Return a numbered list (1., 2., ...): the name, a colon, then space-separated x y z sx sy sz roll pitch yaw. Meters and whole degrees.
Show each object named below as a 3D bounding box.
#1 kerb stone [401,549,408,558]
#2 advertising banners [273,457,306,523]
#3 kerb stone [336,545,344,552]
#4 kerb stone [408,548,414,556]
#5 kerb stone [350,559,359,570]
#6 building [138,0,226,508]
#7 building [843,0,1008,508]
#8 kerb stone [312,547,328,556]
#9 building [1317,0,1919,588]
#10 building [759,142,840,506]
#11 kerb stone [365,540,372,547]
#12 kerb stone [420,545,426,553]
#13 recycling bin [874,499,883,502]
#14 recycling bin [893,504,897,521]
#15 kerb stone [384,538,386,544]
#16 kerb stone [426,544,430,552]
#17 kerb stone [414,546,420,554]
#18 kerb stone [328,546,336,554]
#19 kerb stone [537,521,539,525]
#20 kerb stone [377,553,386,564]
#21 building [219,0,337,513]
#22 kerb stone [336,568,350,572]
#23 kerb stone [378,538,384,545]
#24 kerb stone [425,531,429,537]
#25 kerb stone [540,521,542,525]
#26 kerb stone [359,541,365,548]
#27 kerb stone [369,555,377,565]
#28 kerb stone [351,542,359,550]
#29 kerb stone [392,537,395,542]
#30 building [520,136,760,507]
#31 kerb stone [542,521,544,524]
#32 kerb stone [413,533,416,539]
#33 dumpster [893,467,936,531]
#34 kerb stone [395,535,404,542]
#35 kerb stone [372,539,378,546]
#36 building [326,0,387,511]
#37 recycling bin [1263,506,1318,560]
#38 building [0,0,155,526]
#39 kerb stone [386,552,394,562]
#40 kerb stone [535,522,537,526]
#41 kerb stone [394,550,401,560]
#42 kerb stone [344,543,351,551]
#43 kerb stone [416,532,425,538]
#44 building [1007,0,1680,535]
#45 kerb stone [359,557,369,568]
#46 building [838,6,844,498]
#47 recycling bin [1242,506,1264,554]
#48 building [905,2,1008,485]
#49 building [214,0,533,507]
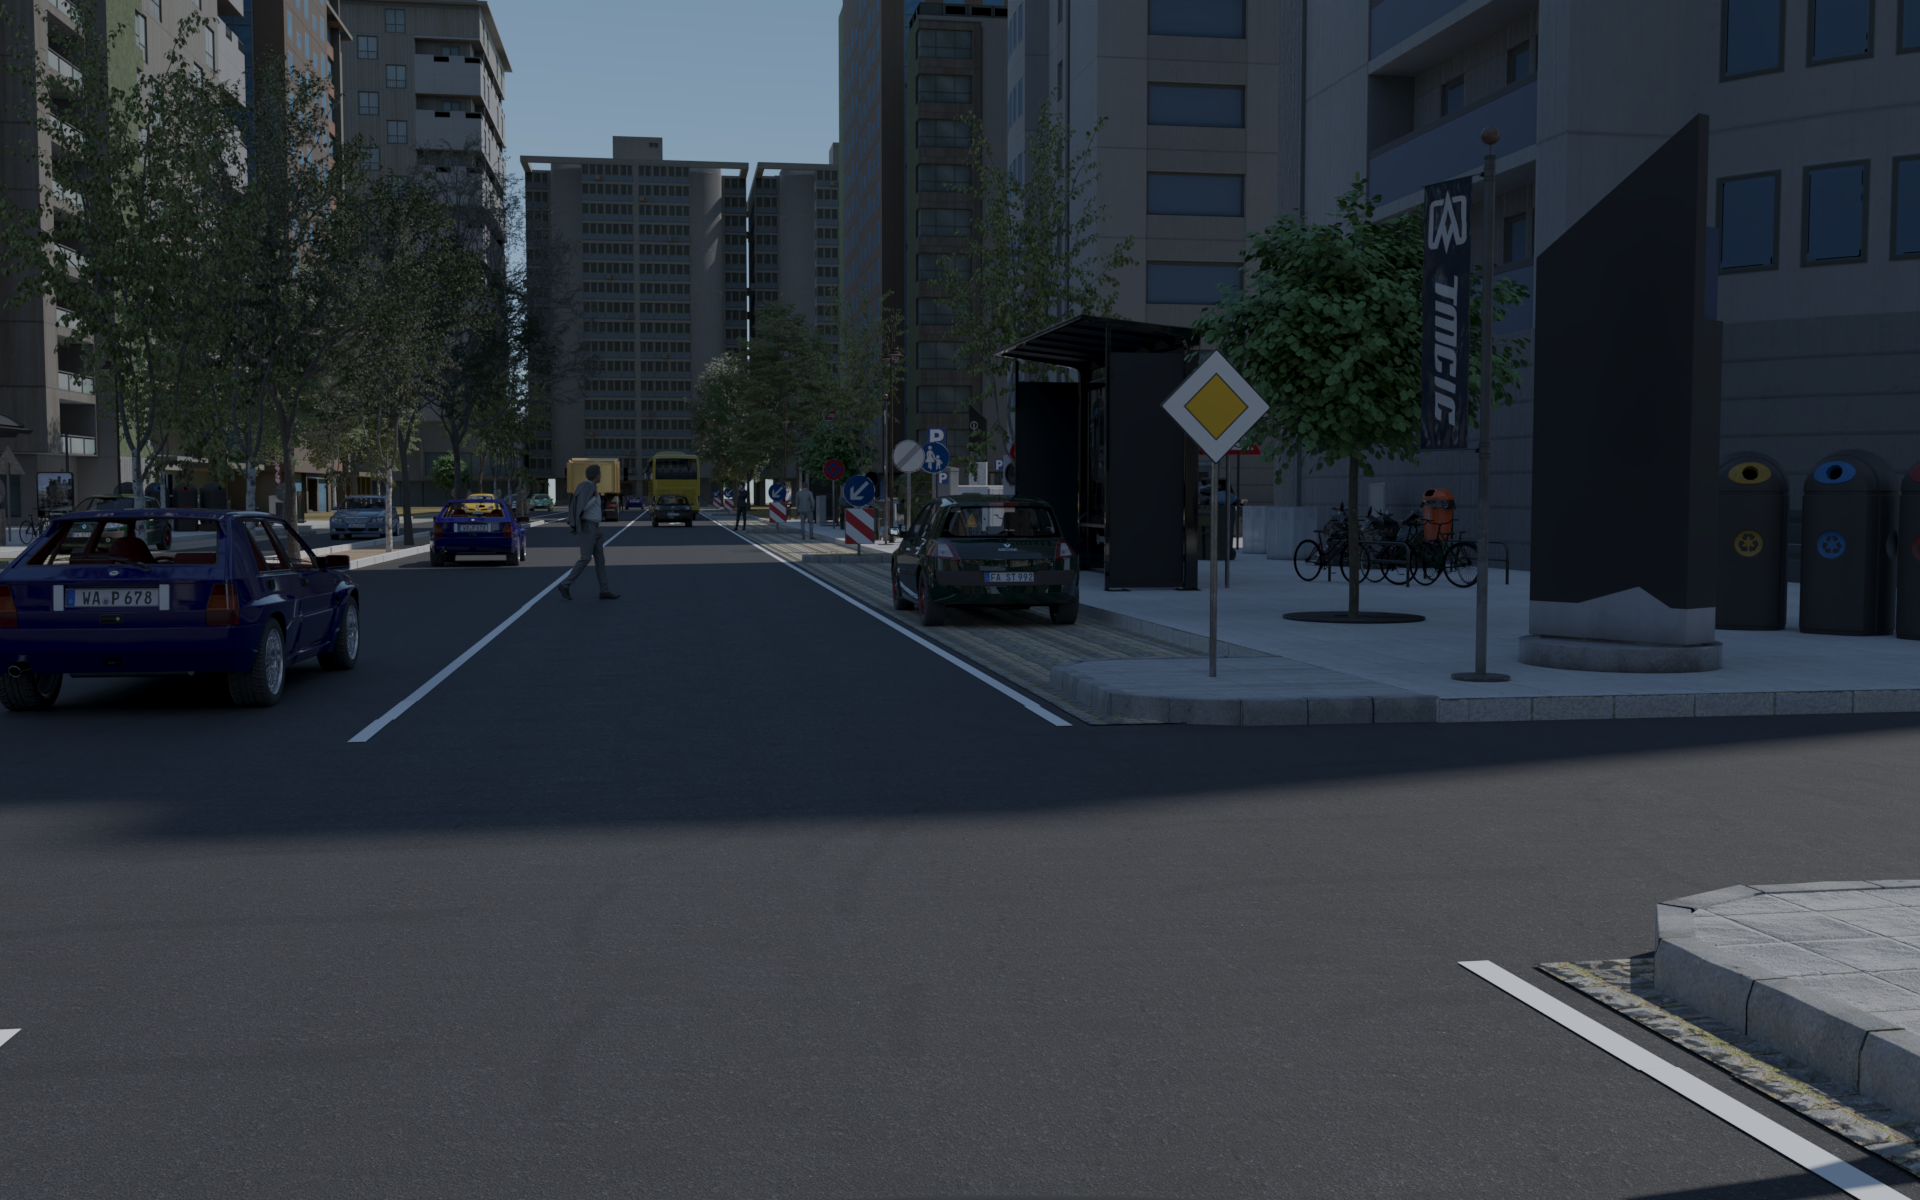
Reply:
1. kerb stone: -12.604 -1.022 38.908 0.120 0.150 1.000 -1 4 -10
2. advertising banners: -29.645 -4.915 76.545 2.074 3.025 0.090 2 4 31
3. kerb stone: -15.351 -1.244 42.541 0.120 0.150 1.000 -1 4 -10
4. kerb stone: -12.780 -1.084 39.915 0.120 0.150 1.000 -1 4 -10
5. kerb stone: -11.584 -0.647 32.832 0.120 0.150 1.000 -1 4 -10
6. building: -54.718 -30.755 92.076 28.713 52.752 27.495 -1 4 -10
7. building: -1.452 -29.626 134.491 14.600 45.320 14.200 -1 4 -10
8. kerb stone: -15.008 -1.121 40.525 0.120 0.150 1.000 -1 4 -10
9. building: 22.649 -30.014 32.723 28.212 58.520 21.231 -1 4 -10
10. building: -11.596 -30.728 194.291 23.993 40.220 32.217 -1 4 -10
11. kerb stone: -16.032 -1.491 46.576 0.120 0.150 1.000 -1 4 -10
12. kerb stone: -13.117 -1.207 41.948 0.120 0.150 1.000 -1 4 -10
13. recycling bin: -3.675 -3.842 75.366 0.722 1.027 0.722 -1 4 -22
14. recycling bin: -3.310 -4.350 83.675 0.722 1.027 0.722 2 4 27
15. kerb stone: -16.544 -1.676 49.603 0.120 0.150 1.000 -1 4 -10
16. kerb stone: -13.283 -1.262 42.958 0.120 0.150 1.000 -1 4 -10
17. kerb stone: -12.952 -1.146 40.926 0.120 0.150 1.000 -1 4 -10
18. kerb stone: -15.179 -1.180 41.533 0.120 0.150 1.000 -1 4 -10
19. kerb stone: -19.263 -3.434 78.349 0.120 0.150 1.000 -1 4 -10
20. kerb stone: -12.095 -0.836 35.879 0.120 0.150 1.000 -1 4 -10
21. building: -50.188 -28.401 114.468 14.600 45.320 14.200 -1 4 -10
22. kerb stone: -11.413 -0.588 31.821 0.120 0.150 1.000 -1 4 -10
23. kerb stone: -16.367 -1.615 48.595 0.120 0.150 1.000 -1 4 -10
24. kerb stone: -17.906 -2.171 57.704 0.120 0.150 1.000 -1 4 -10
25. kerb stone: -19.601 -3.558 80.371 0.120 0.150 1.000 -1 4 -10
26. kerb stone: -15.862 -1.430 45.568 0.120 0.150 1.000 -1 4 -10
27. kerb stone: -11.931 -0.773 34.863 0.120 0.150 1.000 -1 4 -10
28. kerb stone: -15.691 -1.368 44.560 0.120 0.150 1.000 -1 4 -10
29. kerb stone: -16.714 -1.737 50.613 0.120 0.150 1.000 -1 4 -10
30. building: -35.345 -30.517 190.840 23.993 40.220 32.217 -1 4 -10
31. kerb stone: -19.776 -3.614 81.378 0.120 0.150 1.000 -1 4 -10
32. kerb stone: -17.395 -1.985 54.655 0.120 0.150 1.000 -1 4 -10
33. dumpster: -1.303 -3.127 53.627 1.502 2.255 1.985 -1 4 -9
34. kerb stone: -17.056 -1.854 52.630 0.120 0.150 1.000 -1 4 -10
35. kerb stone: -16.209 -1.546 47.586 0.120 0.150 1.000 -1 4 -10
36. building: -61.677 -29.383 135.030 28.867 44.769 22.147 -1 4 -10
37. recycling bin: 6.493 -1.304 33.881 0.722 1.027 0.722 -2 4 -34
38. building: -42.318 -23.608 69.583 14.154 41.232 14.086 -1 4 -10
39. kerb stone: -12.261 -0.899 36.890 0.120 0.150 1.000 -1 4 -10
40. kerb stone: -19.092 -3.373 77.341 0.120 0.150 1.000 -1 4 -10
41. kerb stone: -12.437 -0.960 37.899 0.120 0.150 1.000 -1 4 -10
42. kerb stone: -15.521 -1.303 43.550 0.120 0.150 1.000 -1 4 -10
43. kerb stone: -17.726 -2.109 56.685 0.120 0.150 1.000 -1 4 -10
44. building: 12.629 -32.472 72.911 21.231 58.520 28.212 -1 4 -10
45. kerb stone: -11.746 -0.711 33.854 0.120 0.150 1.000 -1 4 -10
46. building: -3.521 -28.450 148.758 14.154 41.232 14.086 -1 4 -10
47. recycling bin: 6.569 -1.510 37.249 0.722 1.027 0.722 -2 4 -33
48. building: 3.411 -20.509 107.027 14.160 30.474 14.107 -1 4 -10
49. building: -60.450 -36.409 184.525 27.495 52.752 28.713 -1 4 -10
